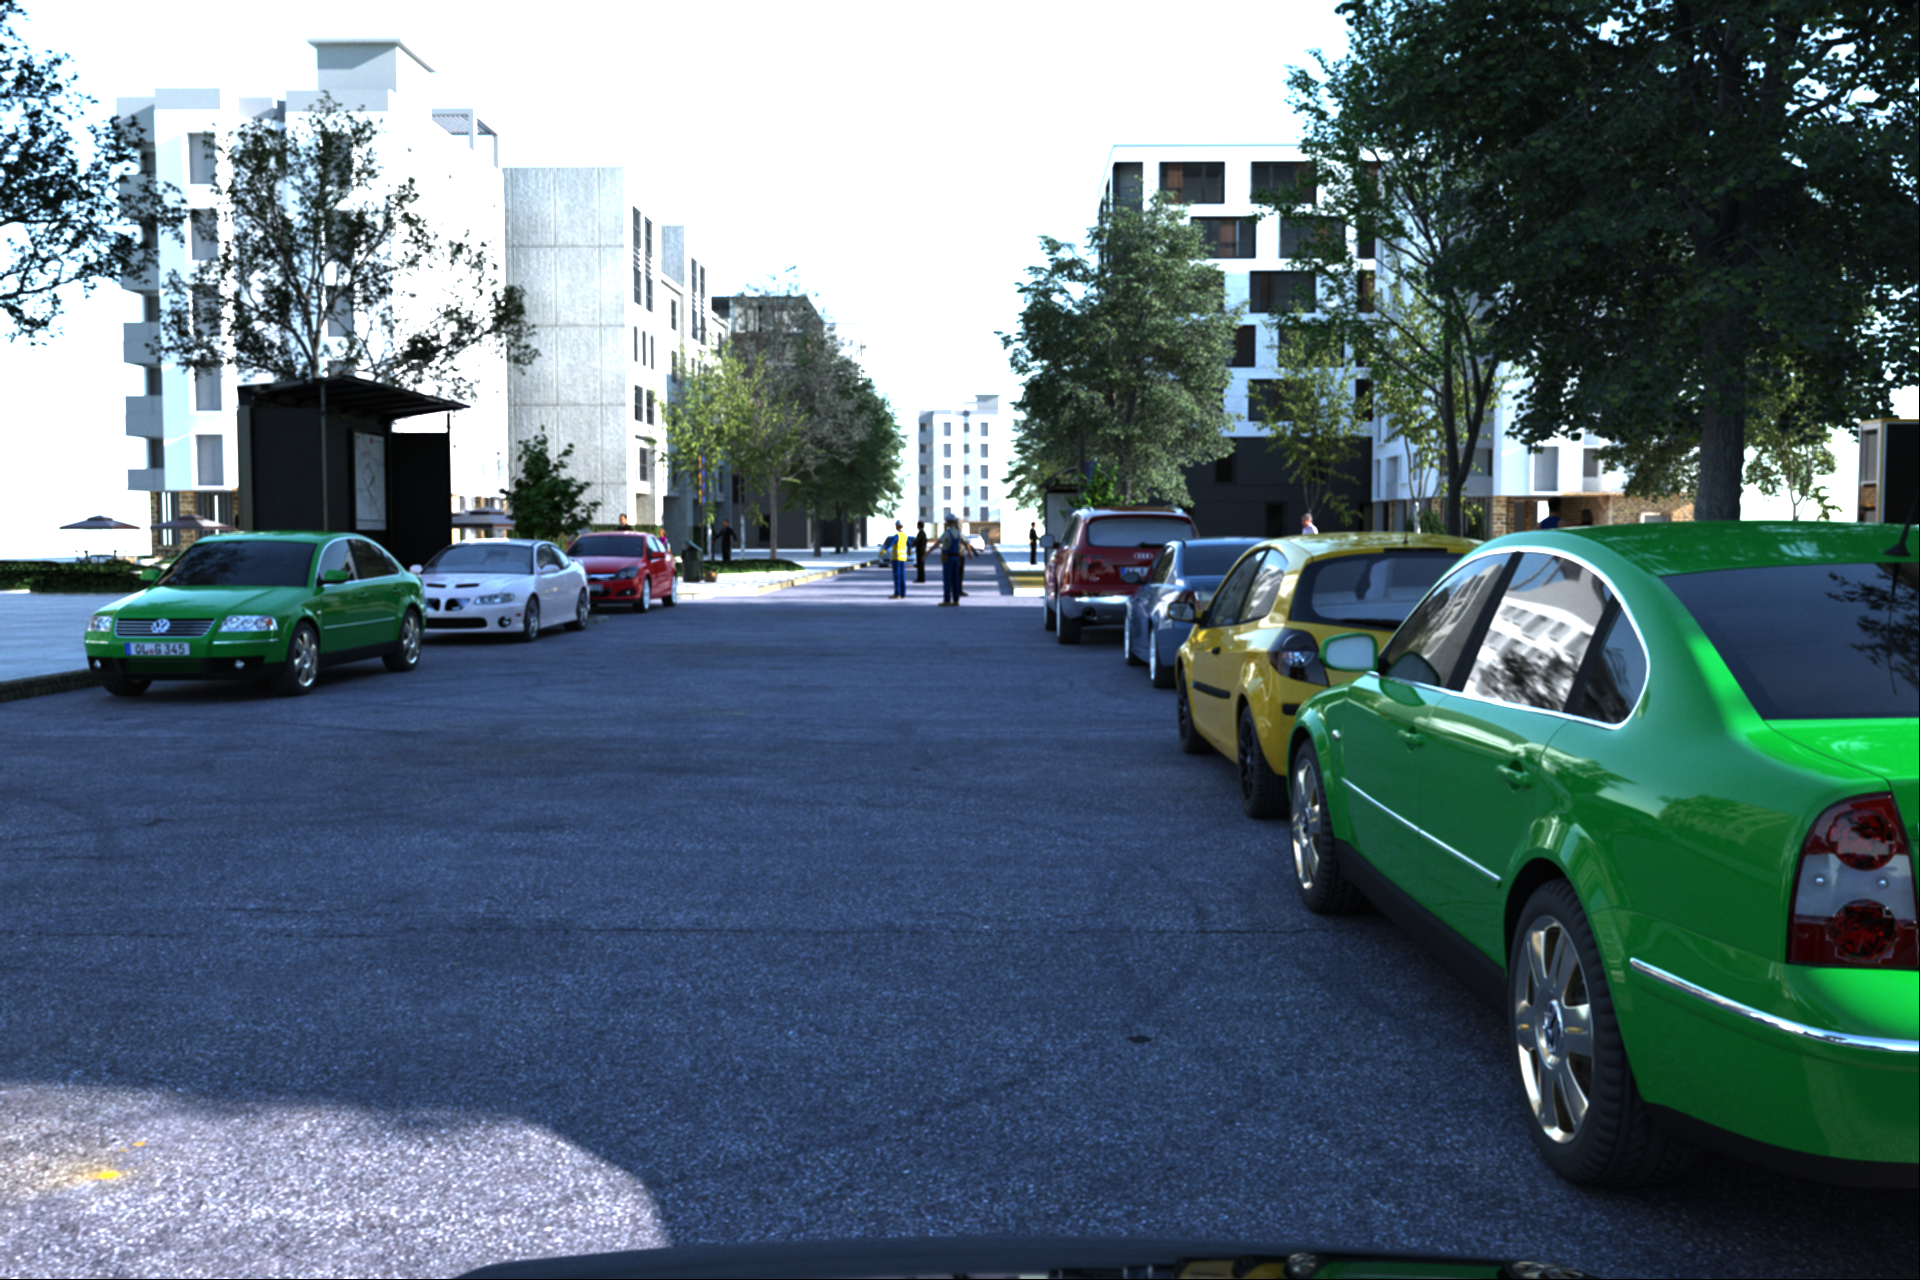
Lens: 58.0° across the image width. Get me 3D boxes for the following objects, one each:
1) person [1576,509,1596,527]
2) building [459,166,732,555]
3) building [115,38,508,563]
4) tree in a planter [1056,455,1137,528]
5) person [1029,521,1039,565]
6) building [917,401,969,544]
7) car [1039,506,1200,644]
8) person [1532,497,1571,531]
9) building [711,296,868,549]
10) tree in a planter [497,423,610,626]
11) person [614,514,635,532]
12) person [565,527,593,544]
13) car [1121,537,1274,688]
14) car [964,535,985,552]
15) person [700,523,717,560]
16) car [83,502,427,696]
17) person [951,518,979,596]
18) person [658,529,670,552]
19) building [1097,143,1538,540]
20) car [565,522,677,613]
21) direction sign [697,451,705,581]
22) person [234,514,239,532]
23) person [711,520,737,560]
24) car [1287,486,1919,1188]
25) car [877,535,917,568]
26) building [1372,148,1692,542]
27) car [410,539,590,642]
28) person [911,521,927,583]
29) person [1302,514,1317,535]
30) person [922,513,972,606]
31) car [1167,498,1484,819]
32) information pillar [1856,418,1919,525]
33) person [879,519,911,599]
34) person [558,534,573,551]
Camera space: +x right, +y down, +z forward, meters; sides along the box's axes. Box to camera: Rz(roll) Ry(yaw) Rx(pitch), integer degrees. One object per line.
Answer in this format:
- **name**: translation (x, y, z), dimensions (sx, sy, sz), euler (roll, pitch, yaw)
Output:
- **person**: translation (11.122, -1.473, 30.885), dimensions (1.215, 1.729, 0.721), euler (0, 4, 2)
- **building**: translation (-24.046, -14.256, 99.546), dimensions (16.747, 18.905, 31.486), euler (0, 4, 2)
- **building**: translation (-26.267, -12.918, 67.621), dimensions (16.016, 20.090, 11.380), euler (0, 4, 1)
- **tree in a planter**: translation (3.072, -2.561, 39.099), dimensions (1.991, 3.239, 1.994), euler (0, 4, 0)
- **person**: translation (3.096, -4.040, 72.241), dimensions (0.705, 1.806, 1.347), euler (1, 4, 20)
- **building**: translation (-5.536, -23.175, 237.781), dimensions (11.380, 20.090, 16.016), euler (0, 4, 6)
- **car**: translation (2.270, -0.943, 24.090), dimensions (2.281, 1.827, 5.304), euler (0, 4, 0)
- **person**: translation (8.436, -1.124, 24.552), dimensions (0.704, 1.807, 1.345), euler (-2, 4, -35)
- **building**: translation (-23.633, -19.645, 165.166), dimensions (27.936, 21.610, 32.646), euler (0, 4, 0)
- **tree in a planter**: translation (-6.753, -1.877, 27.913), dimensions (1.991, 3.239, 1.994), euler (0, 4, 2)
- **person**: translation (-8.895, -2.419, 45.681), dimensions (1.346, 1.812, 0.704), euler (2, 4, 30)
- **person**: translation (-13.816, -3.509, 63.558), dimensions (1.347, 1.806, 0.705), euler (0, 4, 6)
- **car**: translation (2.663, -0.329, 17.380), dimensions (2.014, 1.417, 4.499), euler (0, 4, 0)
- **car**: translation (0.970, -7.745, 138.992), dimensions (2.083, 1.381, 4.827), euler (0, 4, 1)
- **person**: translation (-10.111, -3.852, 69.709), dimensions (0.721, 1.740, 1.216), euler (2, 4, 23)
- **car**: translation (-6.639, -0.486, 16.748), dimensions (1.959, 1.807, 4.718), euler (0, 4, 1)
- **person**: translation (-0.018, -1.937, 40.262), dimensions (0.705, 1.813, 1.348), euler (-2, 4, -32)
- **person**: translation (-8.369, -2.381, 48.191), dimensions (0.991, 1.433, 0.599), euler (3, 5, 44)
- **building**: translation (22.268, -16.105, 107.292), dimensions (27.936, 21.610, 32.646), euler (0, 4, 1)
- **car**: translation (-6.559, -1.456, 32.849), dimensions (2.155, 1.783, 4.494), euler (0, 4, 1)
- **direction sign**: translation (-7.138, -3.416, 47.853), dimensions (0.379, 3.537, 0.876), euler (0, 4, 3)
- **person**: translation (-14.221, -1.703, 34.676), dimensions (0.721, 1.735, 1.217), euler (-2, 4, -26)
- **person**: translation (-8.477, -3.448, 62.602), dimensions (1.346, 1.802, 0.704), euler (3, 5, 39)
- **car**: translation (2.185, 0.221, 5.179), dimensions (1.959, 1.807, 4.718), euler (0, 4, 0)
- **car**: translation (-2.544, -3.836, 74.718), dimensions (2.014, 1.417, 4.499), euler (0, 4, 1)
- **building**: translation (26.275, -14.123, 87.323), dimensions (16.016, 20.090, 11.380), euler (0, 4, 1)
- **car**: translation (-6.545, -0.739, 24.446), dimensions (2.083, 1.381, 4.827), euler (0, 4, 1)
- **person**: translation (-1.191, -2.588, 50.960), dimensions (0.705, 1.806, 1.347), euler (1, 4, 17)
- **person**: translation (7.342, -1.822, 36.777), dimensions (0.436, 1.711, 0.756), euler (0, 4, -6)
- **person**: translation (-0.204, -1.597, 34.419), dimensions (1.347, 1.847, 0.705), euler (-3, 5, -44)
- **car**: translation (2.286, 0.005, 10.147), dimensions (2.015, 1.641, 3.980), euler (0, 4, 0)
- **information pillar**: translation (5.989, -0.409, 11.172), dimensions (0.304, 2.012, 0.304), euler (0, 4, 1)
- **person**: translation (-1.424, -1.813, 38.557), dimensions (0.721, 1.772, 1.216), euler (2, 4, 31)
- **person**: translation (-15.436, -3.782, 68.645), dimensions (0.721, 1.733, 1.217), euler (3, 5, 44)
